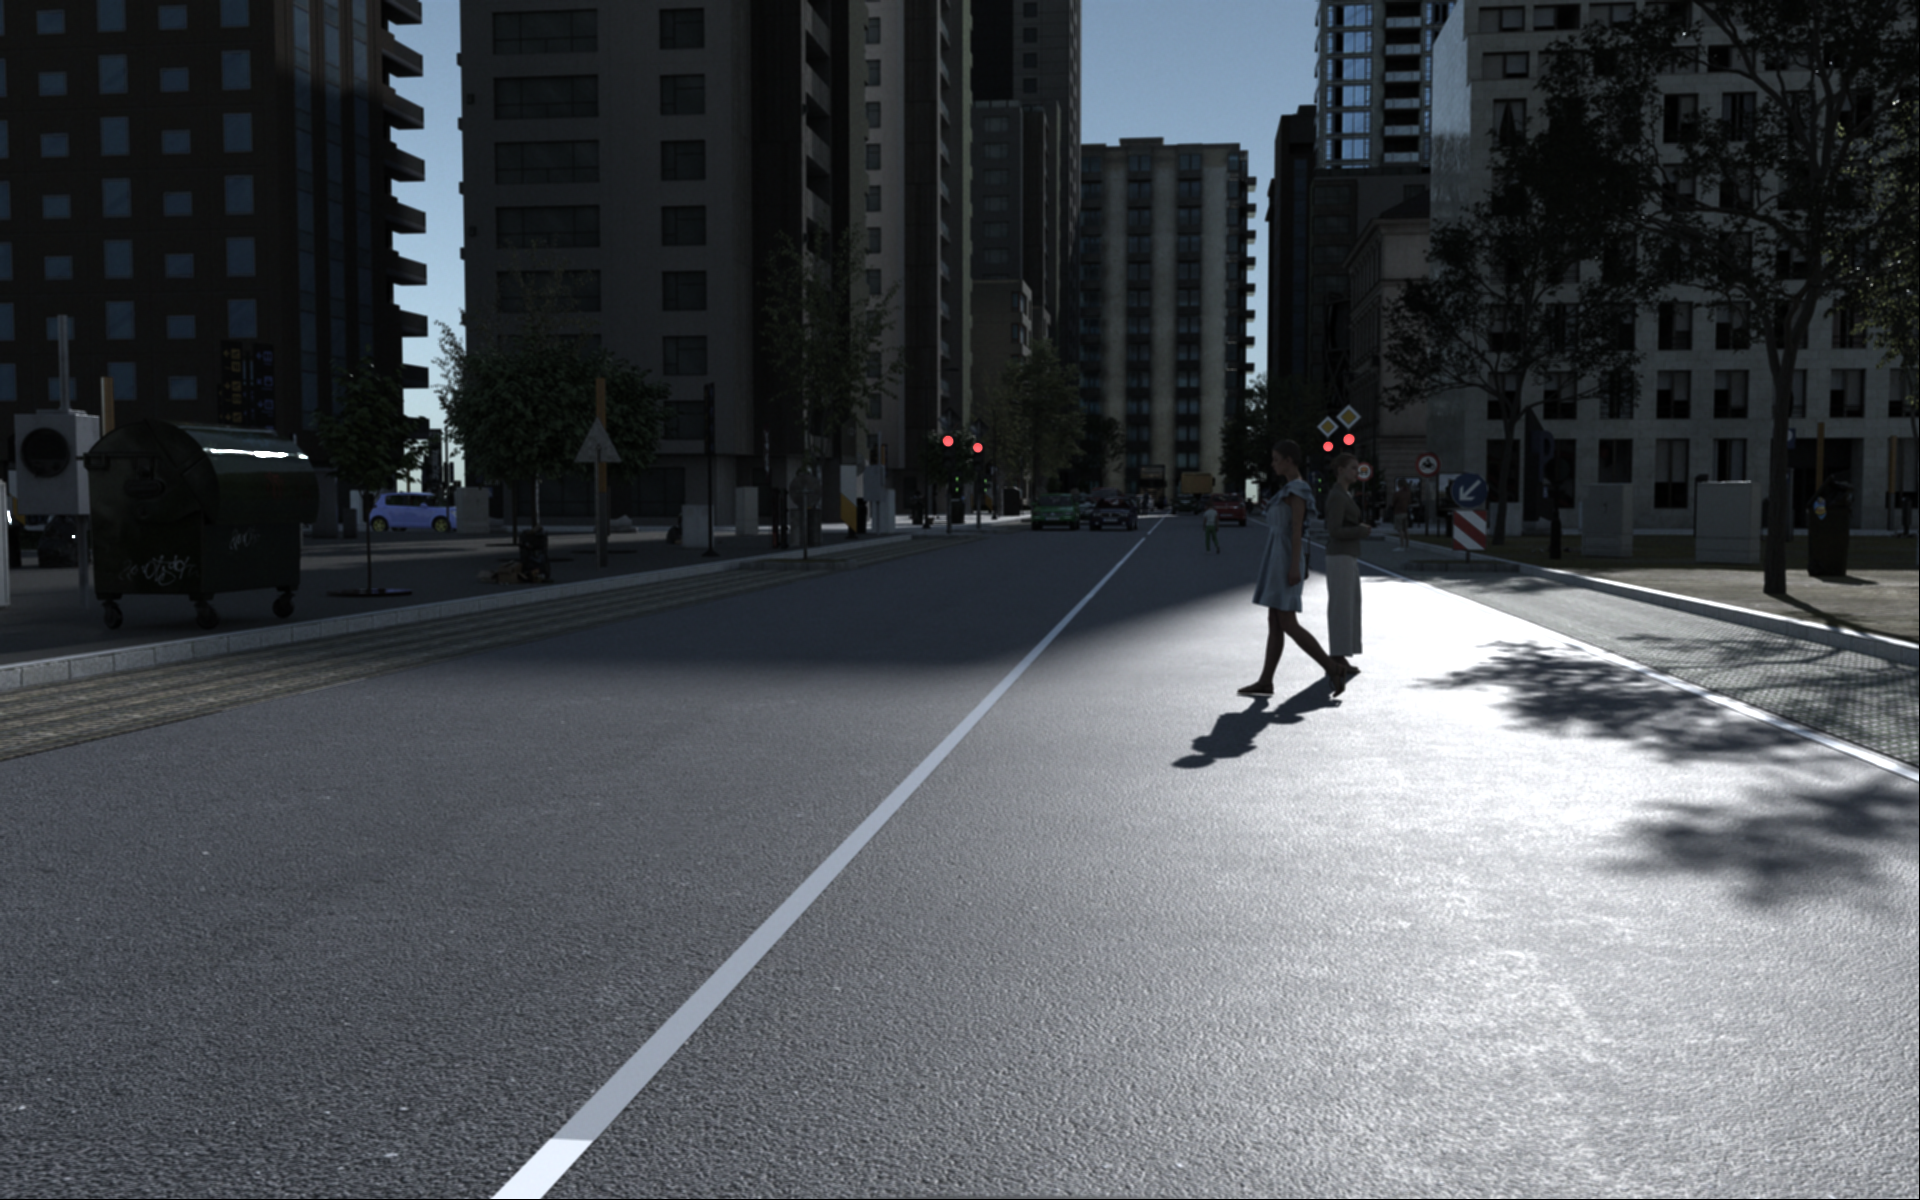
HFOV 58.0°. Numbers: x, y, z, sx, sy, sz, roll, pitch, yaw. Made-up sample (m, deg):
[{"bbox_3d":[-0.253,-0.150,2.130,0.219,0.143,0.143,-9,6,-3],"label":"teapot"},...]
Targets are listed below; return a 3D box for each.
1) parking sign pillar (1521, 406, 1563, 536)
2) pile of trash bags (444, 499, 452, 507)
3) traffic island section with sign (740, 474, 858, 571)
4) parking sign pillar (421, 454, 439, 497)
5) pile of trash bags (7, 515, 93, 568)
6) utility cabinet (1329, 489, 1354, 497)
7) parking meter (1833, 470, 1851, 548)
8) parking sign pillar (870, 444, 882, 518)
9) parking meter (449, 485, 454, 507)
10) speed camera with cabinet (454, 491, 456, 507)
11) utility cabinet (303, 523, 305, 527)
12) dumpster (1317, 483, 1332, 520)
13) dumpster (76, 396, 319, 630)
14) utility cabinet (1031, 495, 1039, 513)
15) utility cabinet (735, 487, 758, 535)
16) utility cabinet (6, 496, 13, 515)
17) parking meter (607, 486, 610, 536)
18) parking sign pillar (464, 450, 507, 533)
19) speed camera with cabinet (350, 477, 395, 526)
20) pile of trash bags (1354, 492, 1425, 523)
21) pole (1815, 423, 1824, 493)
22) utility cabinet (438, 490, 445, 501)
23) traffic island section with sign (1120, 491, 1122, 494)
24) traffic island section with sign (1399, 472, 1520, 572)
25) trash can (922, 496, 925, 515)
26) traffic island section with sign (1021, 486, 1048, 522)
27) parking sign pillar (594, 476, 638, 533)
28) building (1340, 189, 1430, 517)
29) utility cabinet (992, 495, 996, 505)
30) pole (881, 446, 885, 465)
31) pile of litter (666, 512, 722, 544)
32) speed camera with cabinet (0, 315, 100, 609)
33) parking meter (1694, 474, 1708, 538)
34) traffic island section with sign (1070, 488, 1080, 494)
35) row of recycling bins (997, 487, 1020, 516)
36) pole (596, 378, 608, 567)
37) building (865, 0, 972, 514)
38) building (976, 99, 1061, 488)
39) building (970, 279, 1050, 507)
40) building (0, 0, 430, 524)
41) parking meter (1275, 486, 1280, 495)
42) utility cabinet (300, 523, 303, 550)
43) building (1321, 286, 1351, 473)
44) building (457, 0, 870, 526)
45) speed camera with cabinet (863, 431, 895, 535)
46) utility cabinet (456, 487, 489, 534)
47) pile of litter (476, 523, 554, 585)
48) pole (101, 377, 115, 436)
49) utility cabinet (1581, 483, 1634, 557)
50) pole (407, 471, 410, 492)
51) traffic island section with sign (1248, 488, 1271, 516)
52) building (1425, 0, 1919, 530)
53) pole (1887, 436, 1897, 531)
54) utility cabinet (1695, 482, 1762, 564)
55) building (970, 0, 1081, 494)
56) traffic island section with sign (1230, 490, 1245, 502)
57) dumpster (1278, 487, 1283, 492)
[{"bbox_3d":[17.796,-3.958,53.183,1.447,3.967,1.447,3,5,42],"label":"parking sign pillar"},{"bbox_3d":[-27.677,-4.913,90.080,1.912,1.369,3.447,1,4,9],"label":"pile of trash bags"},{"bbox_3d":[-3.018,-1.501,33.165,1.989,1.847,2.006,0,4,7],"label":"traffic island section with sign"},{"bbox_3d":[-35.053,-7.734,114.928,1.447,3.967,1.447,1,4,18],"label":"parking sign pillar"},{"bbox_3d":[-17.129,-1.273,30.562,3.447,1.369,1.912,-1,4,-10],"label":"pile of trash bags"},{"bbox_3d":[17.994,-4.469,81.745,1.173,1.500,0.318,3,5,41],"label":"utility cabinet"},{"bbox_3d":[21.137,-2.194,41.590,0.399,1.863,0.255,1,4,15],"label":"parking meter"},{"bbox_3d":[-4.823,-6.485,94.506,1.447,3.967,1.447,1,4,17],"label":"parking sign pillar"},{"bbox_3d":[-33.000,-6.534,112.541,0.255,1.863,0.399,0,4,1],"label":"parking meter"},{"bbox_3d":[-26.080,-6.038,93.060,2.038,3.252,0.660,-2,4,-26],"label":"speed camera with cabinet"},{"bbox_3d":[-25.717,-3.435,67.323,0.306,1.237,1.020,-2,4,-29],"label":"utility cabinet"},{"bbox_3d":[18.649,-4.978,87.145,1.264,1.857,1.865,0,4,7],"label":"dumpster"},{"bbox_3d":[-7.517,-0.897,17.156,1.502,2.255,1.985,0,4,7],"label":"dumpster"},{"bbox_3d":[4.955,-6.315,114.411,0.306,1.237,1.020,-1,4,-14],"label":"utility cabinet"},{"bbox_3d":[-6.633,-2.761,53.821,0.318,1.500,1.173,1,4,14],"label":"utility cabinet"},{"bbox_3d":[-32.284,-2.901,58.598,0.306,1.237,1.020,-3,4,-38],"label":"utility cabinet"},{"bbox_3d":[-10.922,-2.732,53.077,0.372,1.533,0.369,0,3,0],"label":"parking meter"},{"bbox_3d":[-15.837,-4.229,57.621,1.447,3.967,1.447,2,4,32],"label":"parking sign pillar"},{"bbox_3d":[-24.199,-4.711,71.368,0.660,3.252,2.038,2,4,24],"label":"speed camera with cabinet"},{"bbox_3d":[19.229,-4.107,76.895,3.447,1.369,1.912,1,4,10],"label":"pile of trash bags"},{"bbox_3d":[24.553,-3.403,49.489,0.158,3.312,0.155,0,3,0],"label":"pole"},{"bbox_3d":[-25.249,-4.625,84.290,0.318,1.500,1.173,-1,4,-17],"label":"utility cabinet"},{"bbox_3d":[17.794,-11.251,192.579,1.989,1.847,2.006,0,4,7],"label":"traffic island section with sign"},{"bbox_3d":[9.340,-1.463,32.554,1.989,1.847,2.006,0,4,7],"label":"traffic island section with sign"},{"bbox_3d":[-2.369,-5.658,104.166,0.748,1.137,0.748,0,3,0],"label":"trash can"},{"bbox_3d":[4.179,-4.872,88.289,1.989,1.847,2.006,0,4,7],"label":"traffic island section with sign"},{"bbox_3d":[-11.395,-4.206,57.247,1.447,3.967,1.447,1,4,23],"label":"parking sign pillar"},{"bbox_3d":[28.869,-14.612,103.531,10.561,19.102,19.286,0,4,7],"label":"building"},{"bbox_3d":[2.427,-7.640,136.080,0.306,1.237,1.020,3,4,39],"label":"utility cabinet"},{"bbox_3d":[-3.255,-4.853,73.195,0.158,3.312,0.155,0,3,0],"label":"pole"},{"bbox_3d":[-6.901,-1.893,44.917,1.719,0.858,1.176,-2,4,-35],"label":"pile of litter"},{"bbox_3d":[-10.596,-1.511,19.035,2.038,3.252,0.660,0,3,0],"label":"speed camera with cabinet"},{"bbox_3d":[21.697,-2.753,50.723,0.255,1.863,0.399,3,5,43],"label":"parking meter"},{"bbox_3d":[7.678,-6.507,115.017,1.989,1.847,2.006,0,4,7],"label":"traffic island section with sign"},{"bbox_3d":[2.957,-5.917,103.854,1.069,1.692,3.534,-1,4,-8],"label":"row of recycling bins"},{"bbox_3d":[-6.306,-2.241,30.490,0.158,3.312,0.155,0,3,0],"label":"pole"},{"bbox_3d":[-7.004,-26.251,112.802,14.154,41.232,14.086,0,4,7],"label":"building"},{"bbox_3d":[2.603,-30.072,175.263,14.154,41.232,14.086,0,4,7],"label":"building"},{"bbox_3d":[-6.831,-18.986,155.459,27.650,21.520,28.899,0,4,7],"label":"building"},{"bbox_3d":[-33.858,-26.146,77.605,14.200,45.320,14.600,0,4,7],"label":"building"},{"bbox_3d":[24.427,-7.805,133.321,0.399,1.863,0.255,-3,5,-40],"label":"parking meter"},{"bbox_3d":[-15.497,-1.862,39.127,1.173,1.500,0.318,-3,5,-43],"label":"utility cabinet"},{"bbox_3d":[34.948,-15.847,126.549,16.820,18.784,16.811,0,4,7],"label":"building"},{"bbox_3d":[-12.060,-18.518,74.471,14.160,30.474,14.107,0,4,7],"label":"building"},{"bbox_3d":[-2.575,-3.722,55.196,0.660,3.252,2.038,1,4,12],"label":"speed camera with cabinet"},{"bbox_3d":[-15.545,-2.851,55.286,0.318,1.500,1.173,2,4,27],"label":"utility cabinet"},{"bbox_3d":[-6.450,-0.686,25.176,1.176,0.858,1.719,0,4,-1],"label":"pile of litter"},{"bbox_3d":[-14.856,-2.227,30.262,0.158,3.312,0.155,0,3,0],"label":"pole"},{"bbox_3d":[13.135,-1.620,35.168,0.318,1.500,1.173,-1,4,-20],"label":"utility cabinet"},{"bbox_3d":[-40.526,-8.161,127.268,0.158,3.312,0.155,0,3,0],"label":"pole"},{"bbox_3d":[19.918,-6.424,113.658,1.989,1.847,2.006,0,4,7],"label":"traffic island section with sign"},{"bbox_3d":[27.743,-13.038,67.916,16.860,20.320,10.420,0,4,7],"label":"building"},{"bbox_3d":[32.543,-4.075,60.471,0.158,3.312,0.155,0,3,0],"label":"pole"},{"bbox_3d":[14.109,-1.414,31.802,0.318,1.500,1.173,-2,4,-27],"label":"utility cabinet"},{"bbox_3d":[3.175,-46.624,200.559,20.611,71.187,20.563,0,4,7],"label":"building"},{"bbox_3d":[26.445,-9.479,163.611,1.989,1.847,2.006,0,4,7],"label":"traffic island section with sign"},{"bbox_3d":[23.546,-7.278,124.756,1.264,1.857,1.865,0,4,7],"label":"dumpster"}]
